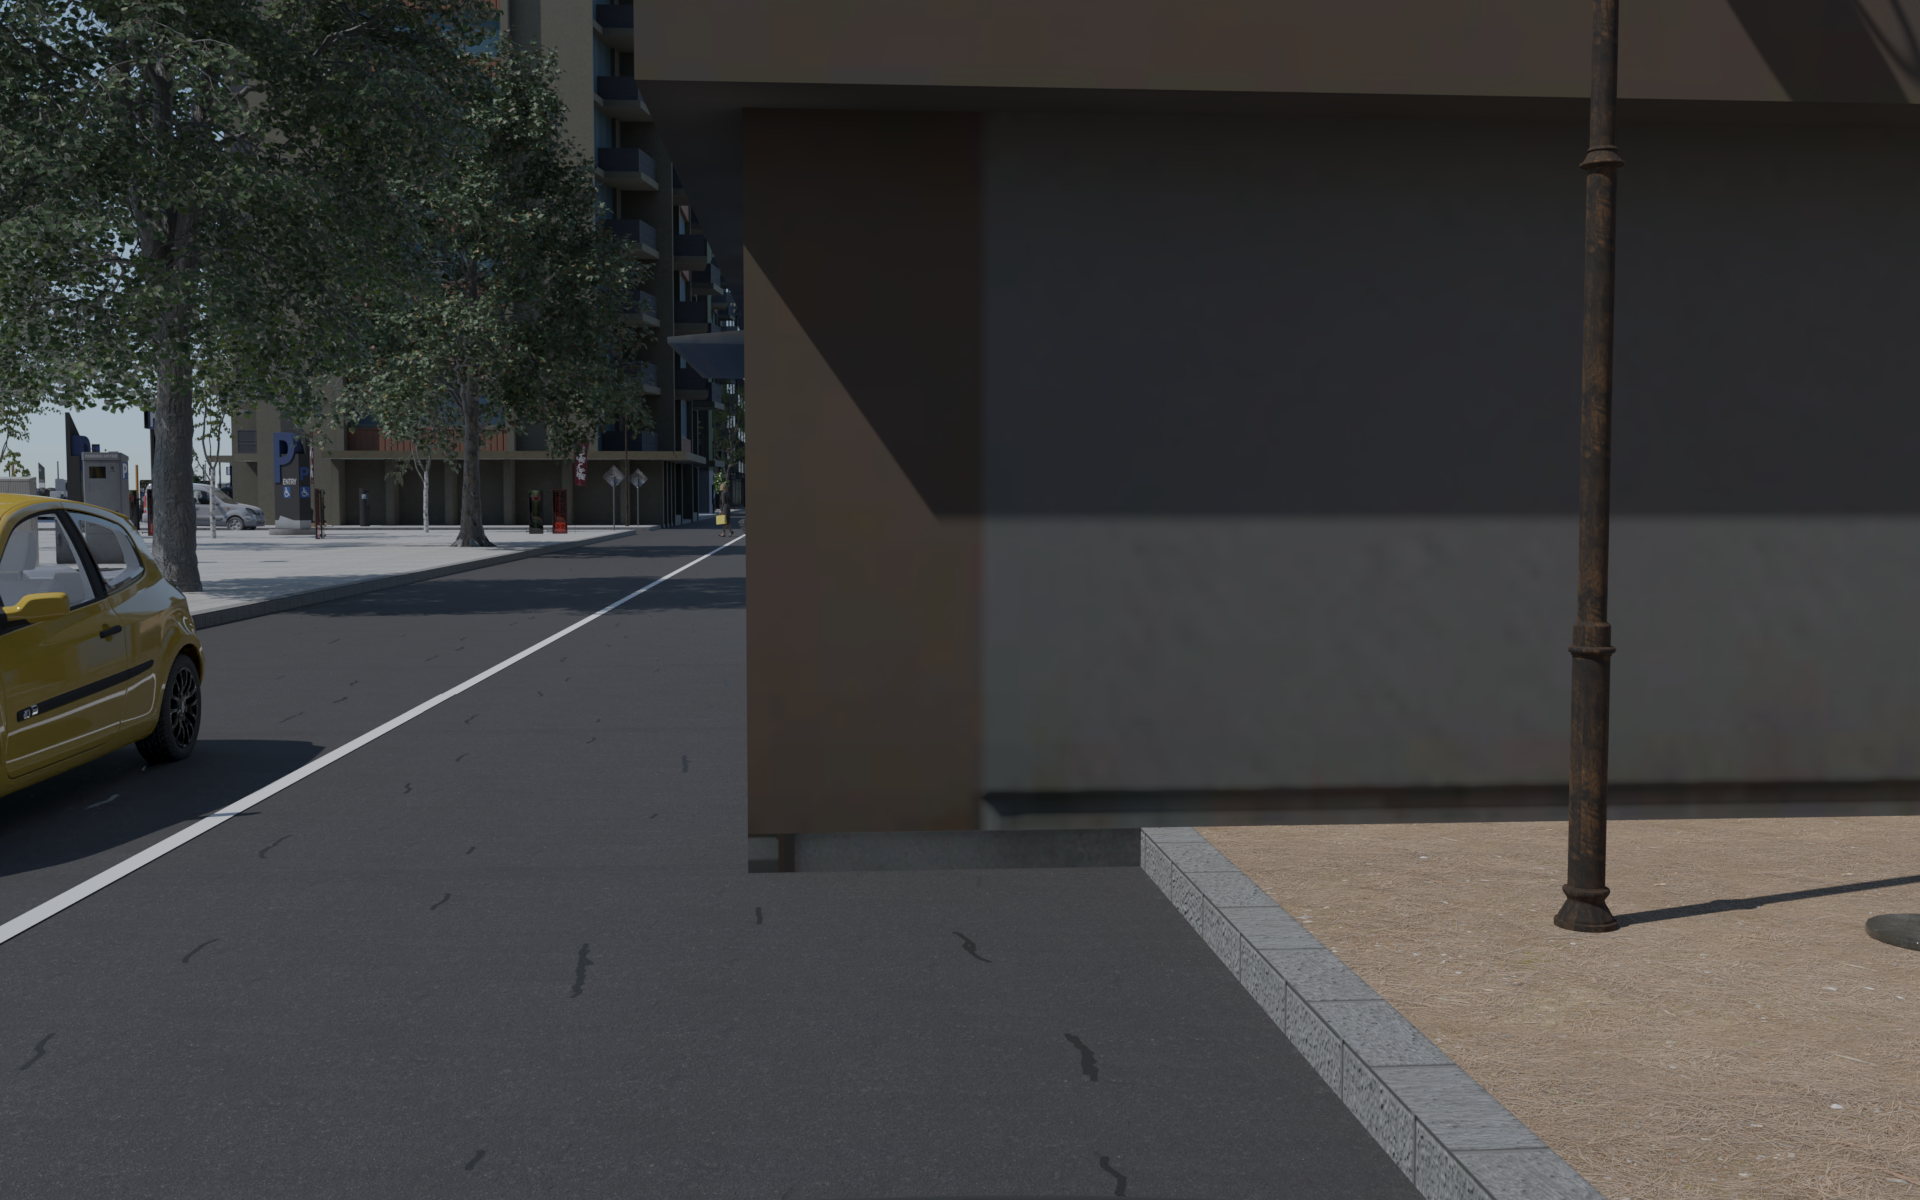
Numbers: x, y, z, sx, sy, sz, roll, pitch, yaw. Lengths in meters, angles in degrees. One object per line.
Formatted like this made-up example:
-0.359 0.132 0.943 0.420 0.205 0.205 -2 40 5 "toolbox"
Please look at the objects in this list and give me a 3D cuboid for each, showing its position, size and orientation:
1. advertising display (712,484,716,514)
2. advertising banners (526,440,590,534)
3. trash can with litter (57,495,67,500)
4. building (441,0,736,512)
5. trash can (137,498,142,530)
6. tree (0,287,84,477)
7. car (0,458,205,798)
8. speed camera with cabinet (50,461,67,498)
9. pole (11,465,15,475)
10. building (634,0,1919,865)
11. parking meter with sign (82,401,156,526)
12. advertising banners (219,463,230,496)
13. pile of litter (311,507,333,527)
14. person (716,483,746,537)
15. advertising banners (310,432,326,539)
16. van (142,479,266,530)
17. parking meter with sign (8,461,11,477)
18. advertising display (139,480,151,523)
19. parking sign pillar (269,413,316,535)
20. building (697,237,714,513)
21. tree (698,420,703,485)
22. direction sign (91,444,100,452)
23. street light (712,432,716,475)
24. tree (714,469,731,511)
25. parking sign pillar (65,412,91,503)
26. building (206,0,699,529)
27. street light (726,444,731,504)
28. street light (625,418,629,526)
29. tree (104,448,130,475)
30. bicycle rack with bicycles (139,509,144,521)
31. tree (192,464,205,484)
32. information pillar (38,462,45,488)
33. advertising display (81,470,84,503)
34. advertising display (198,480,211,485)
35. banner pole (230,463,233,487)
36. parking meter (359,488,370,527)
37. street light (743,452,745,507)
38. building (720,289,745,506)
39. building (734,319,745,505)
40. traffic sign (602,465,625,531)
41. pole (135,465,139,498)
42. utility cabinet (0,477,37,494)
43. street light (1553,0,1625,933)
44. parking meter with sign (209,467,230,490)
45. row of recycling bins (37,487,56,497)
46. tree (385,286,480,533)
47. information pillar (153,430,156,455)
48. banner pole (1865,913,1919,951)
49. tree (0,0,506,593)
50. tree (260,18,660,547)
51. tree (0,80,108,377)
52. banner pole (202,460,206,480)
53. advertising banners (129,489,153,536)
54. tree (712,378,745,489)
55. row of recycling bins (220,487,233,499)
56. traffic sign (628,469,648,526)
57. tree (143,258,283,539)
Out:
-16.275 -6.681 114.451 0.123 1.923 0.974 0 4 0 "advertising display"
-12.932 -3.644 55.775 2.074 3.025 0.090 -2 4 -24 "advertising banners"
-48.552 -5.108 94.578 2.233 1.210 1.678 -3 4 -37 "trash can with litter"
-31.839 -30.679 156.232 22.147 44.769 28.867 0 4 -5 "building"
-27.939 -2.852 58.282 0.748 1.137 0.748 0 3 0 "trash can"
-27.374 -6.047 49.238 4.737 8.622 4.395 0 3 0 "tree"
-4.871 0.144 7.873 2.015 1.641 3.980 0 4 -6 "car"
-53.713 -6.663 103.270 0.660 3.252 2.038 -1 4 -15 "speed camera with cabinet"
-64.186 -7.561 117.465 0.158 3.312 0.155 0 3 0 "pole"
5.195 -22.155 12.340 14.600 45.320 14.200 0 4 -5 "building"
-15.715 -2.178 31.870 1.738 3.016 0.543 0 4 -7 "parking meter with sign"
-34.803 -5.240 81.865 0.090 3.025 2.074 -1 4 -10 "advertising banners"
-25.213 -3.273 67.475 1.719 0.858 1.176 -3 5 -42 "pile of litter"
-7.606 -3.039 58.409 1.509 1.804 0.699 -3 5 -39 "person"
-18.285 -3.246 49.263 0.090 3.025 2.074 -1 4 -10 "advertising banners"
-27.807 -3.474 63.813 4.112 2.044 2.013 0 4 -5 "van"
-50.292 -5.733 89.990 1.738 3.016 0.543 -1 4 -22 "parking meter with sign"
-36.168 -4.422 77.518 0.974 1.923 0.123 -1 4 -23 "advertising display"
-21.023 -4.039 54.503 1.447 3.967 1.447 2 4 35 "parking sign pillar"
-23.883 -20.955 114.316 14.160 30.474 14.107 0 4 -5 "building"
-16.758 -9.207 100.891 4.737 8.622 4.395 0 3 0 "tree"
-39.289 -5.276 78.266 0.876 3.537 0.379 -1 4 -10 "direction sign"
-17.661 -9.245 123.938 0.468 5.910 1.993 0 4 -5 "street light"
-18.346 -8.463 132.978 1.663 3.219 1.824 0 3 0 "tree"
-29.324 -4.232 57.666 1.447 3.967 1.447 -1 4 -11 "parking sign pillar"
-22.895 -26.153 82.228 22.147 44.769 28.867 0 4 -5 "building"
-19.368 -10.530 144.958 0.468 5.910 1.993 0 4 -5 "street light"
-13.254 -5.873 68.809 0.468 5.910 1.993 0 4 -5 "street light"
-36.118 -4.803 73.122 1.663 3.219 1.824 0 3 0 "tree"
-38.114 -4.237 82.665 2.852 0.926 2.925 0 4 -6 "bicycle rack with bicycles"
-41.762 -6.083 94.062 1.663 3.219 1.824 0 3 0 "tree"
-67.500 -8.317 127.335 0.504 3.616 0.183 1 4 9 "information pillar"
-22.189 -2.417 44.738 0.974 1.923 0.123 0 4 8 "advertising display"
-35.628 -4.684 81.793 0.974 1.923 0.123 2 4 31 "advertising display"
-44.121 -7.072 105.641 0.863 3.779 0.401 -3 5 -40 "banner pole"
-23.542 -3.674 68.486 0.372 1.533 0.369 0 3 0 "parking meter"
-21.458 -12.216 172.520 0.468 5.910 1.993 0 4 -5 "street light"
-34.650 -34.616 185.578 23.786 49.044 30.456 0 4 -5 "building"
-34.117 -33.602 232.981 14.154 41.232 14.086 0 4 -5 "building"
-12.100 -3.481 60.554 0.795 2.450 0.064 0 4 -5 "traffic sign"
-57.113 -7.730 120.228 0.158 3.312 0.155 0 3 0 "pole"
-12.311 -0.805 21.842 1.173 1.500 0.318 -1 4 -12 "utility cabinet"
1.859 -1.968 4.969 0.468 5.910 1.993 0 4 -5 "street light"
-48.296 -7.176 113.582 1.738 3.016 0.543 1 4 14 "parking meter with sign"
-56.611 -6.129 107.323 1.069 1.692 3.534 0 4 1 "row of recycling bins"
-17.697 -6.551 57.471 4.360 8.622 3.978 0 3 0 "tree"
-19.773 -3.157 42.973 0.504 3.616 0.183 -3 4 -38 "information pillar"
2.922 -0.922 5.086 0.401 3.779 0.863 1 4 23 "banner pole"
-10.411 -7.083 22.463 9.857 13.997 8.962 0 3 0 "tree"
-11.798 -7.637 41.875 9.611 12.733 9.660 0 3 0 "tree"
-23.534 -6.961 39.570 9.928 11.665 9.643 0 3 0 "tree"
-56.153 -8.487 128.783 0.401 3.779 0.863 0 4 -4 "banner pole"
-24.600 -3.466 52.861 2.074 3.025 0.090 -1 4 -11 "advertising banners"
-19.030 -12.568 139.904 8.767 10.594 7.601 0 4 2 "tree"
-40.558 -5.512 97.226 1.069 1.692 3.534 0 4 2 "row of recycling bins"
-12.737 -3.968 68.514 0.795 2.450 0.064 0 4 -5 "traffic sign"
-21.673 -6.096 50.026 4.737 8.622 4.395 0 3 0 "tree"
